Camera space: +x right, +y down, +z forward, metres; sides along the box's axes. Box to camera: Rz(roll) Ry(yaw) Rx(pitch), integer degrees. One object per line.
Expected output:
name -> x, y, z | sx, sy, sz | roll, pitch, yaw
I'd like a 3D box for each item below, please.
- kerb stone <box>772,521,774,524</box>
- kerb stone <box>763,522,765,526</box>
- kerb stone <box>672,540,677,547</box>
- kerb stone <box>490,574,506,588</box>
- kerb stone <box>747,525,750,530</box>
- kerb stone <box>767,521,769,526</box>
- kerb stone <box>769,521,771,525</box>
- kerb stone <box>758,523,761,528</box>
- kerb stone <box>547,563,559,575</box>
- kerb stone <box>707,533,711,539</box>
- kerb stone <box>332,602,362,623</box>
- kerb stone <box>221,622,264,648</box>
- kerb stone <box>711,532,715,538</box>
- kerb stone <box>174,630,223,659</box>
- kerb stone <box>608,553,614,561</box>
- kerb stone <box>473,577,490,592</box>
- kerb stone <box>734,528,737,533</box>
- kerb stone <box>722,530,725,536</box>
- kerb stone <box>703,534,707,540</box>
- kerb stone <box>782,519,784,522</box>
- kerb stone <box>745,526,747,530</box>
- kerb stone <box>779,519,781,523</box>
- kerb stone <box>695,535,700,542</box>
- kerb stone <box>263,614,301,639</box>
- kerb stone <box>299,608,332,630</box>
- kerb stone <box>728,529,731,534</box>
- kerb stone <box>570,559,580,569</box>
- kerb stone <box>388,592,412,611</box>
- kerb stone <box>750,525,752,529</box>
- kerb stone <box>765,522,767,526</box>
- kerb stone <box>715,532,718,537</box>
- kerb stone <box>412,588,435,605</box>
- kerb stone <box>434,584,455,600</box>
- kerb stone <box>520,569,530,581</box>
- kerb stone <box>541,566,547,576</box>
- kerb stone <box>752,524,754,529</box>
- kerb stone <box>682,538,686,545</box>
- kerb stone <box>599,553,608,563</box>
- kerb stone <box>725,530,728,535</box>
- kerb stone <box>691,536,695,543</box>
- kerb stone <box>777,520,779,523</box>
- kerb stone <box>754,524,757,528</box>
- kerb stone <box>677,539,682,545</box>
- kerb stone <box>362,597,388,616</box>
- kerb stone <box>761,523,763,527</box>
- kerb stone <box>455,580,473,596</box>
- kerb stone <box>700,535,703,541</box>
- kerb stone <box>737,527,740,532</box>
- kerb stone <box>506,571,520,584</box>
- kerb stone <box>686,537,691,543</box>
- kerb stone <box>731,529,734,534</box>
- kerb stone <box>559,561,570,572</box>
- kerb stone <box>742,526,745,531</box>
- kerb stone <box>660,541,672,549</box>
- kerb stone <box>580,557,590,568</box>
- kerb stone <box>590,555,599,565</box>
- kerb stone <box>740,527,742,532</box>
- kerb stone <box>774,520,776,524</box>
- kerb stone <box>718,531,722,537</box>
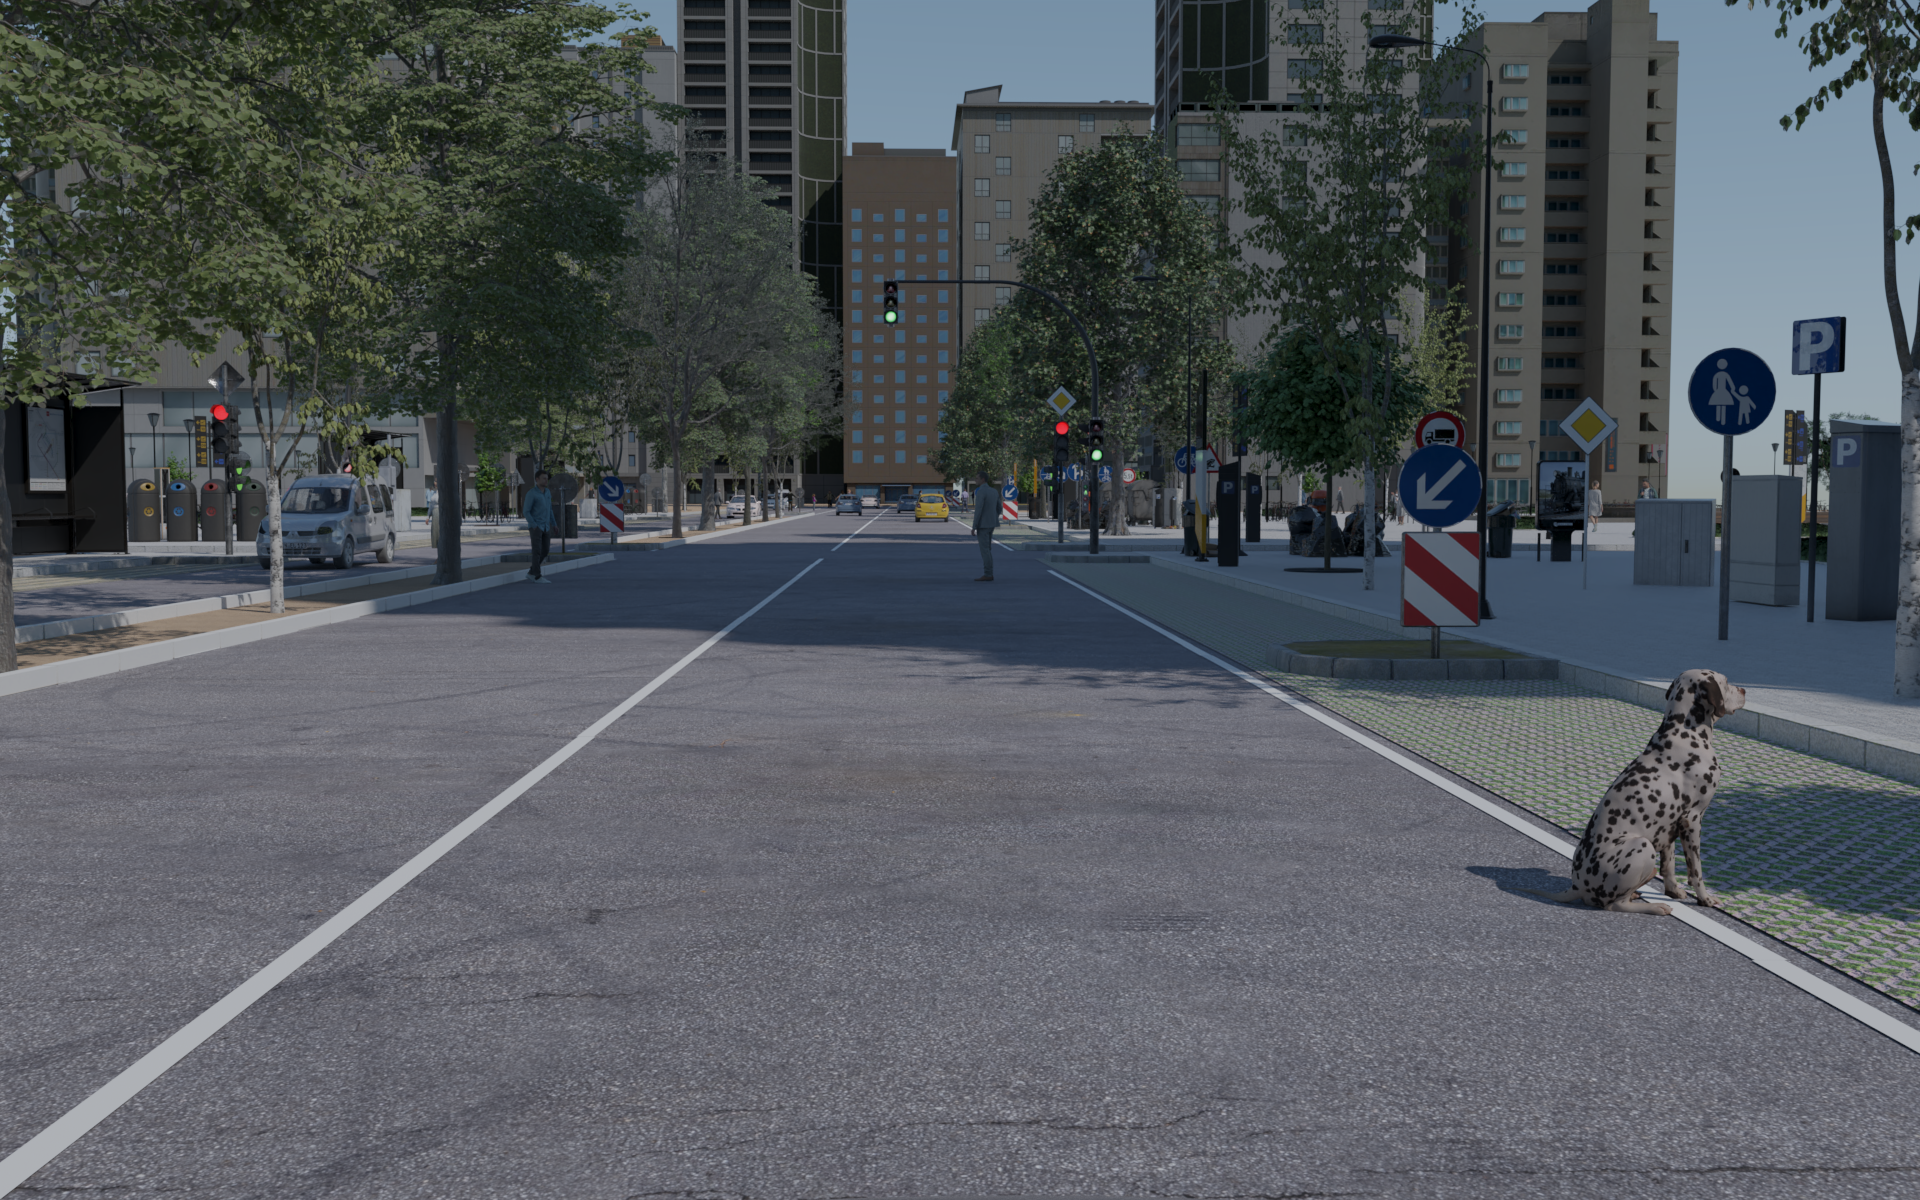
kerb stone -> -8.886, -3.578, 80.694 | 0.120, 0.150, 1.000 | 0, 4, -2
kerb stone -> -8.728, -3.261, 75.566 | 0.120, 0.150, 1.000 | 0, 4, -2
kerb stone -> -7.862, -1.500, 46.854 | 0.120, 0.150, 1.000 | 0, 4, -2
kerb stone -> -7.256, -0.284, 26.833 | 0.120, 0.150, 1.000 | 0, 4, -2
kerb stone -> -8.514, -2.825, 68.385 | 0.120, 0.150, 1.000 | 0, 4, -2
kerb stone -> -8.782, -3.388, 77.611 | 0.120, 0.150, 1.000 | 0, 4, -2
kerb stone -> -8.816, -3.447, 78.644 | 0.120, 0.150, 1.000 | 0, 4, -2
kerb stone -> -8.664, -3.139, 73.518 | 0.120, 0.150, 1.000 | 0, 4, -2
kerb stone -> -7.374, -0.530, 30.946 | 0.120, 0.150, 1.000 | 0, 4, -2
kerb stone -> -8.112, -2.010, 55.057 | 0.120, 0.150, 1.000 | 0, 4, -2
kerb stone -> -7.031, 0.156, 19.645 | 0.120, 0.150, 1.000 | 0, 4, -2
kerb stone -> -6.940, 0.344, 16.579 | 0.120, 0.150, 1.000 | 0, 4, -2
kerb stone -> -8.139, -2.070, 56.079 | 0.120, 0.150, 1.000 | 0, 4, -2
kerb stone -> -6.908, 0.407, 15.558 | 0.120, 0.150, 1.000 | 0, 4, -2
kerb stone -> -7.562, -0.910, 37.105 | 0.120, 0.150, 1.000 | 0, 4, -2
kerb stone -> -7.220, -0.221, 25.807 | 0.120, 0.150, 1.000 | 0, 4, -2
kerb stone -> -8.353, -2.508, 63.269 | 0.120, 0.150, 1.000 | 0, 4, -2
kerb stone -> -8.232, -2.260, 59.160 | 0.120, 0.150, 1.000 | 0, 4, -2
kerb stone -> -8.076, -1.944, 54.027 | 0.120, 0.150, 1.000 | 0, 4, -2
kerb stone -> -9.072, -3.949, 86.849 | 0.120, 0.150, 1.000 | 0, 4, -2
kerb stone -> -8.472, -2.762, 67.356 | 0.120, 0.150, 1.000 | 0, 4, -2
kerb stone -> -9.008, -3.829, 84.799 | 0.120, 0.150, 1.000 | 0, 4, -2
kerb stone -> -8.009, -1.820, 51.977 | 0.120, 0.150, 1.000 | 0, 4, -2
kerb stone -> -6.965, 0.282, 17.601 | 0.120, 0.150, 1.000 | 0, 4, -2
kerb stone -> -7.005, 0.219, 18.623 | 0.120, 0.150, 1.000 | 0, 4, -2
kerb stone -> -8.291, -2.381, 61.211 | 0.120, 0.150, 1.000 | 0, 4, -2
kerb stone -> -7.444, -0.661, 33.003 | 0.120, 0.150, 1.000 | 0, 4, -2
kerb stone -> -7.102, 0.031, 21.715 | 0.120, 0.150, 1.000 | 0, 4, -2
kerb stone -> -8.541, -2.888, 69.413 | 0.120, 0.150, 1.000 | 0, 4, -2
kerb stone -> -8.759, -3.322, 76.588 | 0.120, 0.150, 1.000 | 0, 4, -2
kerb stone -> -8.167, -2.130, 57.103 | 0.120, 0.150, 1.000 | 0, 4, -2
kerb stone -> -7.128, -0.029, 22.737 | 0.120, 0.150, 1.000 | 0, 4, -2
kerb stone -> -7.159, -0.095, 23.763 | 0.120, 0.150, 1.000 | 0, 4, -2
kerb stone -> -7.321, -0.409, 28.887 | 0.120, 0.150, 1.000 | 0, 4, -2
kerb stone -> -7.342, -0.472, 29.909 | 0.120, 0.150, 1.000 | 0, 4, -2
kerb stone -> -8.574, -2.950, 70.436 | 0.120, 0.150, 1.000 | 0, 4, -2
kerb stone -> -7.923, -1.629, 48.906 | 0.120, 0.150, 1.000 | 0, 4, -2
kerb stone -> -7.530, -0.843, 36.075 | 0.120, 0.150, 1.000 | 0, 4, -2
kerb stone -> -8.264, -2.323, 60.182 | 0.120, 0.150, 1.000 | 0, 4, -2
kerb stone -> -7.985, -1.759, 50.955 | 0.120, 0.150, 1.000 | 0, 4, -2
kerb stone -> -8.975, -3.766, 83.778 | 0.120, 0.150, 1.000 | 0, 4, -2
kerb stone -> -8.601, -3.013, 71.461 | 0.120, 0.150, 1.000 | 0, 4, -2
kerb stone -> -7.893, -1.571, 47.881 | 0.120, 0.150, 1.000 | 0, 4, -2
kerb stone -> -7.071, 0.093, 20.676 | 0.120, 0.150, 1.000 | 0, 4, -2
kerb stone -> -8.692, -3.202, 74.541 | 0.120, 0.150, 1.000 | 0, 4, -2
kerb stone -> -7.193, -0.157, 24.784 | 0.120, 0.150, 1.000 | 0, 4, -2
kerb stone -> -8.048, -1.884, 53.005 | 0.120, 0.150, 1.000 | 0, 4, -2
kerb stone -> -8.387, -2.568, 64.291 | 0.120, 0.150, 1.000 | 0, 4, -2
kerb stone -> -7.285, -0.344, 27.855 | 0.120, 0.150, 1.000 | 0, 4, -2
kerb stone -> -7.955, -1.688, 49.927 | 0.120, 0.150, 1.000 | 0, 4, -2
kerb stone -> -8.319, -2.449, 62.238 | 0.120, 0.150, 1.000 | 0, 4, -2
kerb stone -> -7.404, -0.598, 31.971 | 0.120, 0.150, 1.000 | 0, 4, -2
kerb stone -> -8.450, -2.698, 66.334 | 0.120, 0.150, 1.000 | 0, 4, -2
kerb stone -> -7.825, -1.445, 45.832 | 0.120, 0.150, 1.000 | 0, 4, -2
kerb stone -> -7.468, -0.723, 34.027 | 0.120, 0.150, 1.000 | 0, 4, -2
kerb stone -> -7.504, -0.784, 35.053 | 0.120, 0.150, 1.000 | 0, 4, -2
kerb stone -> -8.417, -2.630, 65.313 | 0.120, 0.150, 1.000 | 0, 4, -2
kerb stone -> -8.911, -3.641, 81.726 | 0.120, 0.150, 1.000 | 0, 4, -2
kerb stone -> -8.192, -2.198, 58.137 | 0.120, 0.150, 1.000 | 0, 4, -2
